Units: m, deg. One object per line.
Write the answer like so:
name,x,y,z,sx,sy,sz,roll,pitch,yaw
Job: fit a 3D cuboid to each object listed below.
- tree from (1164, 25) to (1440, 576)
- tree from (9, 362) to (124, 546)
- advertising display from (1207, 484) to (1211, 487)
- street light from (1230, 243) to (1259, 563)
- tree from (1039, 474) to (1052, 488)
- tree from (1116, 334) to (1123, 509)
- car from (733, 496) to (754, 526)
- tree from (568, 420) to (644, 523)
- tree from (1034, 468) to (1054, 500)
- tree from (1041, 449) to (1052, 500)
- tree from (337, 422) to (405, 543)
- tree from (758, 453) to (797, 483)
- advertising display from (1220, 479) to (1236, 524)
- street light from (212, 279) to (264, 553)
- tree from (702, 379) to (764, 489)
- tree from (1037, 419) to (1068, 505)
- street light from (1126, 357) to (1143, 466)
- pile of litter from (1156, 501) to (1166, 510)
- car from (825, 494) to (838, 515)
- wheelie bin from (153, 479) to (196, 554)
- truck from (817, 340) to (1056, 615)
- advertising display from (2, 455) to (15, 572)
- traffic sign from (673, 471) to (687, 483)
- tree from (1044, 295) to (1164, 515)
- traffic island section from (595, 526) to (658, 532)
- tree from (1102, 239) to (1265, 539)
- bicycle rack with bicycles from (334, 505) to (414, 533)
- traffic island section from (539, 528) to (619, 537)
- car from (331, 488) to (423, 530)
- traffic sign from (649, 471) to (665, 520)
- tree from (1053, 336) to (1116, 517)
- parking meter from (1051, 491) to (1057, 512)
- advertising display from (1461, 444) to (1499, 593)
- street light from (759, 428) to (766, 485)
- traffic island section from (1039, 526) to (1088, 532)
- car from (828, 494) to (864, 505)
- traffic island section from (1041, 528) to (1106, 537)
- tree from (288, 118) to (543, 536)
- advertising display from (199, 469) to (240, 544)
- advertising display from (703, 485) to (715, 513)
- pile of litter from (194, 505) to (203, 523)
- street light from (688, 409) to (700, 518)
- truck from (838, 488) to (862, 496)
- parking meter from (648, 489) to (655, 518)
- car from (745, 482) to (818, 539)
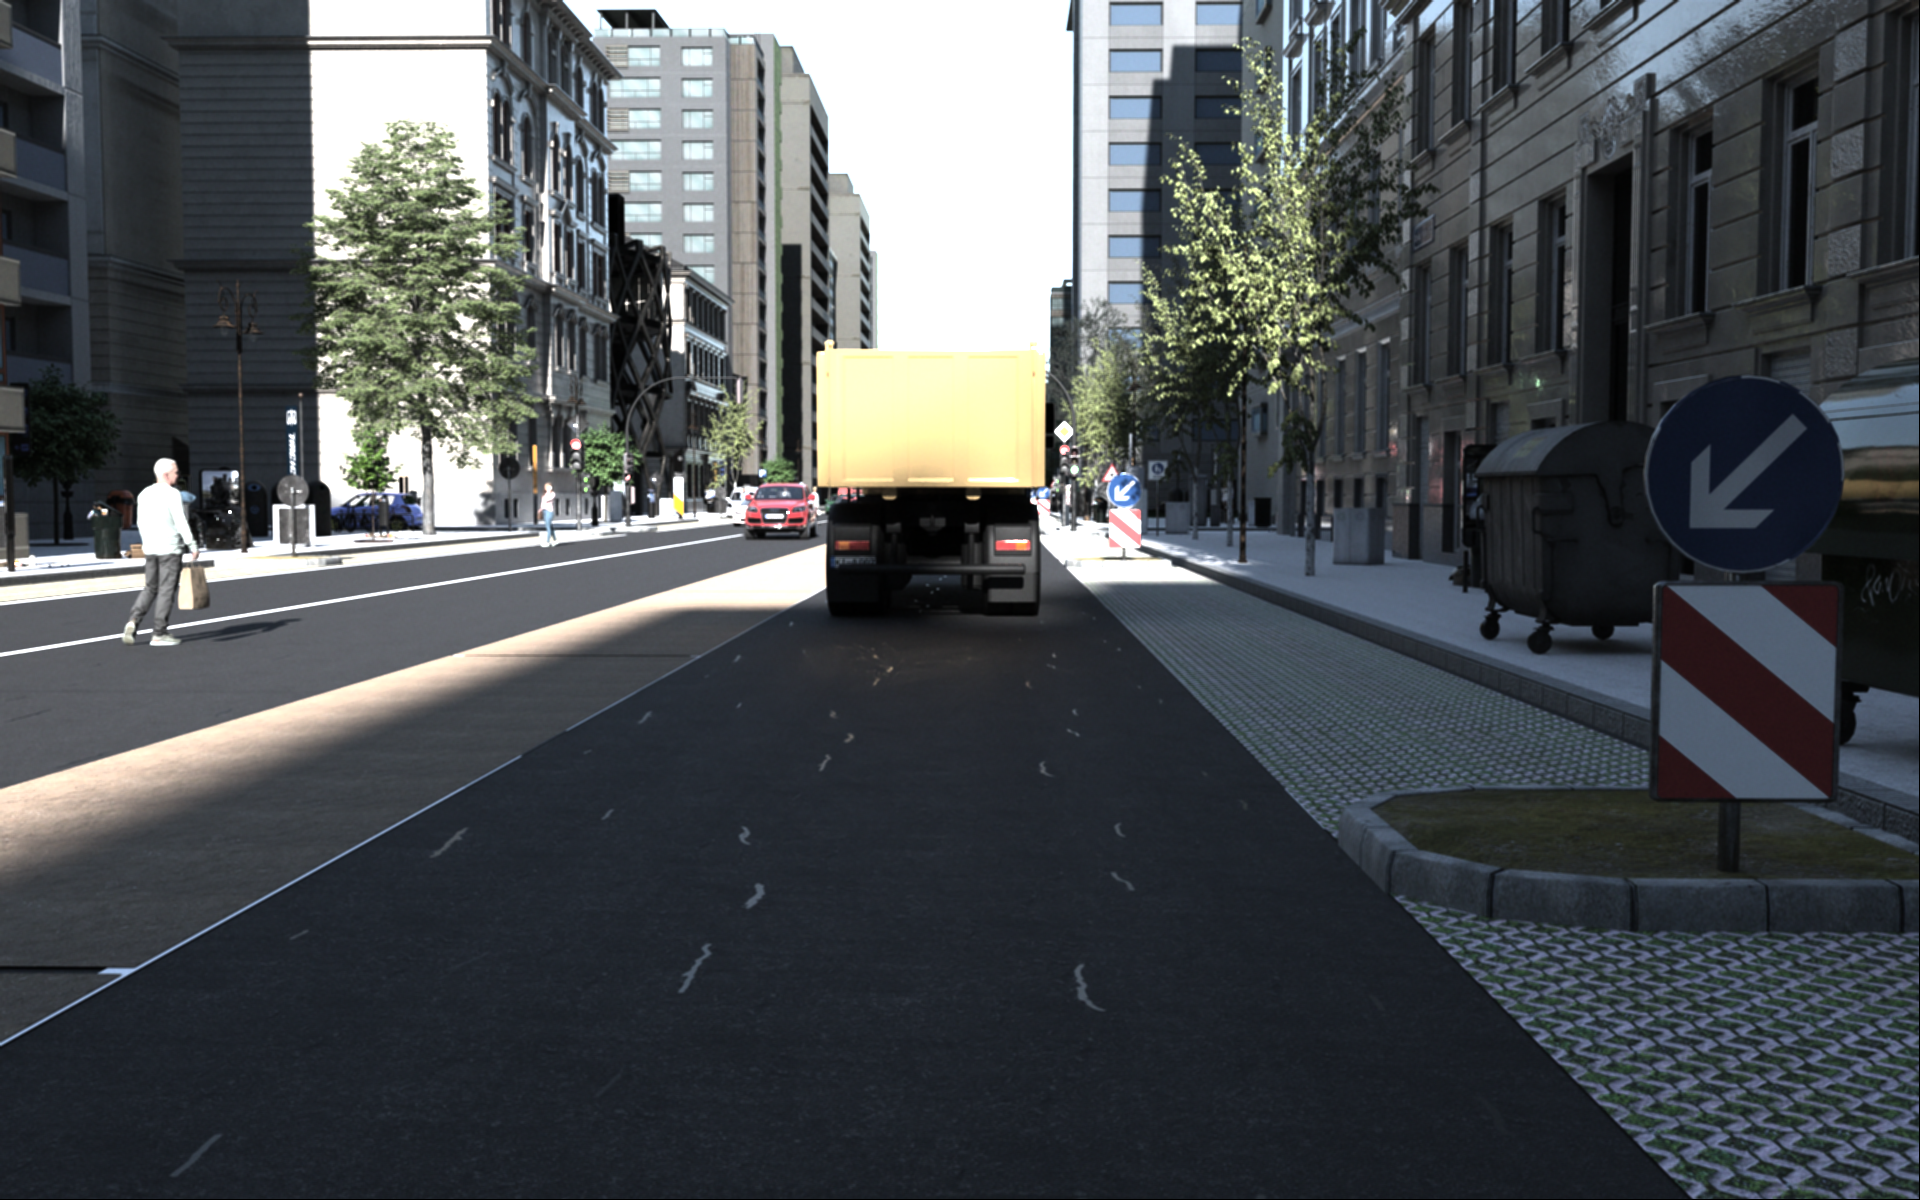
tree,5.257,-4.686,26.977,4.737,8.622,4.395,0,3,0
tree,-22.693,-3.638,43.193,4.285,4.588,4.351,0,3,0
advertising display,15.576,-6.340,108.871,0.123,1.923,0.974,2,4,28
street light,5.278,-3.632,32.166,0.468,5.910,1.993,0,4,1
tree,8.365,-10.575,167.502,1.663,3.219,1.824,0,3,0
tree,6.396,-5.625,42.326,4.737,8.622,4.395,0,3,0
car,-9.026,-4.023,78.134,2.083,1.381,4.827,0,4,3
tree,-15.732,-5.694,76.815,4.285,4.588,4.351,0,3,0
tree,8.260,-11.956,179.195,4.285,4.588,4.351,0,3,0
tree,7.560,-8.773,93.794,4.737,8.622,4.395,0,3,0
tree,-15.466,-3.139,45.923,1.663,3.219,1.824,0,3,0
tree,-14.639,-9.523,139.412,4.285,4.588,4.351,0,3,0
advertising display,11.629,-4.274,75.093,0.123,1.923,0.974,-2,4,-27
street light,-15.538,-3.954,37.432,0.468,5.910,1.993,0,4,1
tree,-14.479,-9.816,110.848,4.737,8.622,4.395,0,3,0
tree,9.316,-17.187,206.761,9.928,11.665,9.643,0,3,0
street light,5.894,-5.248,58.598,0.468,5.910,1.993,0,4,1
pile of litter,12.935,-6.066,113.143,1.719,0.858,1.176,1,4,12
car,-8.354,-6.706,121.447,2.131,1.459,4.920,0,4,2
wheelie bin,-16.777,-1.771,36.864,0.980,1.594,0.693,-1,4,-11
truck,-0.257,-1.722,24.078,3.469,3.379,9.791,0,4,1
advertising display,-15.788,-1.440,28.765,0.123,1.923,0.974,-2,4,-30
traffic sign,-14.652,-5.531,90.546,0.768,2.556,0.104,0,4,5
tree,8.010,-11.985,106.323,12.009,13.543,11.850,0,3,0
traffic island section,-12.936,-2.762,67.437,2.009,0.180,2.903,0,4,1
tree,6.456,-6.033,49.004,4.360,8.622,3.978,0,3,0
bicycle rack with bicycles,-19.963,-2.753,58.389,2.852,0.926,2.925,2,4,24
traffic island section,-13.094,-2.274,59.453,2.009,0.180,2.903,0,4,1
car,-21.595,-3.288,63.356,3.694,1.707,1.945,0,4,1
traffic sign,-14.951,-5.155,85.467,0.795,2.450,0.064,1,4,9
tree,6.666,-7.810,78.053,4.737,8.622,4.395,0,3,0
parking meter,6.687,-7.020,123.194,0.372,1.533,0.369,0,3,0
advertising display,7.006,-1.054,22.452,0.974,1.923,0.123,0,4,7
street light,-13.848,-9.065,120.993,0.468,5.910,1.993,0,4,1
traffic island section,4.052,-2.741,67.099,2.009,0.180,2.903,0,4,1
car,-4.966,-4.149,79.631,2.131,1.459,4.920,0,4,1
traffic island section,3.894,-2.253,59.115,2.009,0.180,2.903,0,4,1
tree,-16.855,-8.258,53.154,7.486,12.596,7.792,0,3,0
advertising display,-19.141,-2.422,44.811,0.974,1.923,0.123,-3,4,-39
advertising display,-17.462,-7.061,120.659,0.123,1.923,0.974,3,5,40
pile of litter,-30.647,-3.416,69.819,1.719,0.858,1.176,0,4,-5
street light,-14.510,-7.448,94.562,0.468,5.910,1.993,0,4,1
truck,-4.978,-6.305,91.993,2.839,4.237,11.283,0,3,0
parking meter,-16.268,-5.069,91.288,0.372,1.533,0.369,0,3,0
car,-5.783,-2.915,56.328,2.281,1.827,5.304,0,4,-1
